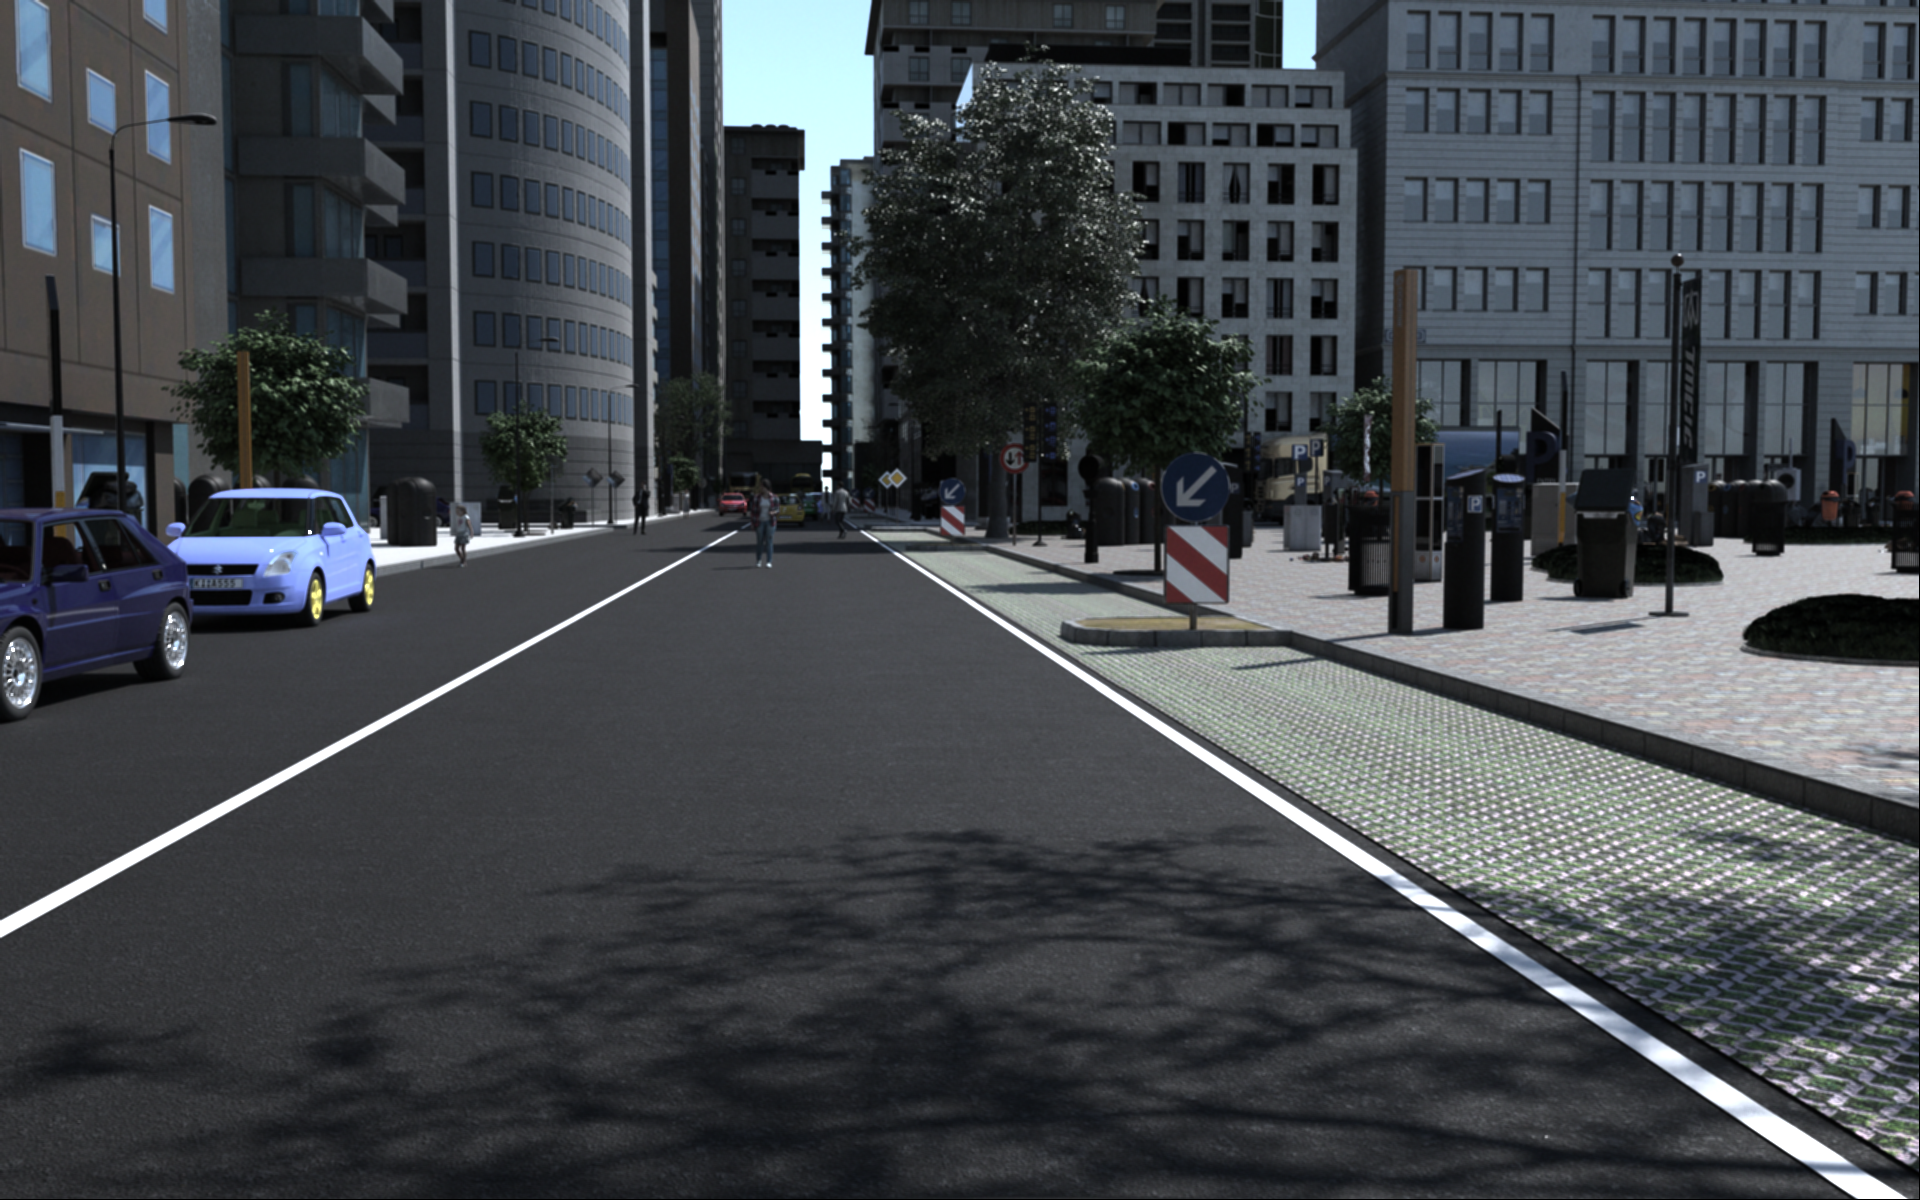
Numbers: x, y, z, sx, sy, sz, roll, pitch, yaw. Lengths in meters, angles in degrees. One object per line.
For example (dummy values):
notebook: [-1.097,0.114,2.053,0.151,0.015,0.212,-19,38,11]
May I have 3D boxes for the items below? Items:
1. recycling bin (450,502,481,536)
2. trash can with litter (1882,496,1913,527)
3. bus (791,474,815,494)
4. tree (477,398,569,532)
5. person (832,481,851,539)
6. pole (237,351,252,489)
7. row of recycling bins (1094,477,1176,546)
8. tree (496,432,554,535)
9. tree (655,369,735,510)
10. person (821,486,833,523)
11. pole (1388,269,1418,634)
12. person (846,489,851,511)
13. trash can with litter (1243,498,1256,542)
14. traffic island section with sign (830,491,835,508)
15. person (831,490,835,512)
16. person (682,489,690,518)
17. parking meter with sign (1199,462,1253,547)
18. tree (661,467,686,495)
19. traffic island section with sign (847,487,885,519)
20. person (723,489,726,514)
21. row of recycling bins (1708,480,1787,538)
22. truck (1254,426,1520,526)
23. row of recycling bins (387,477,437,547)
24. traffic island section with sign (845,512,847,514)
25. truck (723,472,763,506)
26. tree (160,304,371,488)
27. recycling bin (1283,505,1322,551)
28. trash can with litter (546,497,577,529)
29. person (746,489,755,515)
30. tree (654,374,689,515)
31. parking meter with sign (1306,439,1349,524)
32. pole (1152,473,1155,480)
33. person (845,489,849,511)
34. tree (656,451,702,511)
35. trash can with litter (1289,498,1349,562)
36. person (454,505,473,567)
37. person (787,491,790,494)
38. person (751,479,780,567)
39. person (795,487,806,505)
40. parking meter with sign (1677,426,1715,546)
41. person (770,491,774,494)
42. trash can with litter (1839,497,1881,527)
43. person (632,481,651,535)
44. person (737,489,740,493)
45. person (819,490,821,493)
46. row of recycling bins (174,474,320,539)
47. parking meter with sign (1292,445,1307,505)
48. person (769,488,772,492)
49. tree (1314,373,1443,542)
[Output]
recycling bin: [-15.244,-2.497,53.388,0.722,1.027,0.722,-3,5,-41]
trash can with litter: [35.432,-3.317,65.283,2.233,1.210,1.678,-2,4,-25]
bus: [-19.137,-13.386,210.404,2.896,3.916,12.252,0,4,-4]
tree: [-14.888,-4.623,59.306,4.285,4.588,4.351,0,3,0]
person: [-3.784,-2.893,55.641,0.661,1.843,0.795,-3,5,-39]
pole: [-10.263,-1.898,24.884,0.158,3.312,0.155,0,3,0]
row of recycling bins: [4.413,-2.272,44.263,1.069,1.692,3.534,2,4,35]
tree: [-13.624,-3.634,54.017,1.663,3.219,1.824,0,3,0]
tree: [-22.273,-13.327,143.651,9.928,11.665,9.643,0,3,0]
person: [-6.597,-4.704,85.297,0.514,1.842,0.818,-2,4,-31]
pole: [4.061,-1.347,15.872,0.158,3.312,0.155,0,3,0]
person: [-8.355,-7.327,128.577,0.850,1.792,0.678,-2,4,-34]
trash can with litter: [7.511,-2.111,45.907,0.624,1.170,1.055,1,4,15]
traffic island section with sign: [-12.173,-10.222,175.750,1.989,1.847,2.006,0,4,-5]
person: [-10.168,-7.948,138.722,0.678,1.792,0.850,-2,4,-33]
person: [-16.099,-5.677,101.895,0.480,1.755,0.524,-2,4,-29]
parking meter with sign: [6.277,-2.756,41.316,1.738,3.016,0.543,-3,5,-42]
tree: [-20.038,-7.746,121.252,1.663,3.219,1.824,0,3,0]
traffic island section with sign: [-5.365,-5.574,99.757,1.989,1.847,2.006,0,4,-5]
person: [-16.684,-6.912,122.081,0.524,1.755,0.480,0,4,-2]
row of recycling bins: [23.133,-2.690,51.100,1.069,1.692,3.534,0,4,-8]
truck: [17.393,-5.099,72.289,11.283,4.237,2.839,0,4,-4]
row of recycling bins: [-13.916,-2.241,43.750,1.069,1.692,3.534,-2,4,-24]
traffic island section with sign: [-7.787,-7.231,126.856,1.989,1.847,2.006,0,4,-5]
truck: [-19.270,-9.765,155.583,3.469,3.379,9.791,0,4,-4]
tree: [-11.976,-2.834,30.058,4.285,4.588,4.351,0,3,0]
recycling bin: [7.753,-1.632,39.236,0.722,1.027,0.722,0,4,-1]
trash can with litter: [-14.598,-3.183,63.434,1.055,1.170,0.624,-3,4,-36]
person: [-14.448,-6.808,120.158,0.721,1.781,0.623,0,4,7]
tree: [-18.760,-9.567,106.777,4.360,8.622,3.978,0,3,0]
parking meter with sign: [12.039,-3.622,55.488,1.738,3.016,0.543,-2,4,-31]
pole: [8.522,-5.027,76.028,0.158,3.312,0.155,0,3,0]
person: [-9.089,-7.884,137.505,0.767,1.812,0.694,-1,4,-10]
tree: [-21.114,-8.955,130.122,4.285,4.588,4.351,0,3,0]
trash can with litter: [7.153,-1.370,33.451,1.678,1.210,2.233,0,4,-6]
person: [-9.730,-1.259,34.100,0.505,1.210,0.382,2,4,33]
person: [-17.800,-10.366,178.509,0.721,1.766,1.217,-2,4,-27]
person: [-3.810,-1.505,33.948,0.563,1.720,0.643,0,4,0]
person: [-8.198,-4.898,88.765,0.592,1.802,0.473,3,4,36]
parking meter with sign: [18.376,-2.881,43.357,0.543,3.016,1.738,0,4,0]
person: [-10.540,-5.326,97.398,0.330,1.601,0.589,0,4,0]
trash can with litter: [29.575,-2.796,57.098,1.055,1.170,0.624,0,4,-5]
person: [-11.301,-3.281,61.502,0.648,1.900,0.474,-1,4,-16]
person: [-17.332,-7.750,135.308,0.391,1.810,0.635,-1,4,-19]
person: [-15.710,-11.387,194.545,0.709,1.838,0.599,1,4,10]
row of recycling bins: [-15.104,-1.769,36.039,3.534,1.692,1.069,0,4,-5]
parking meter with sign: [11.807,-3.909,60.176,0.543,3.016,1.738,1,4,10]
person: [-12.082,-6.217,110.023,0.818,1.842,0.514,-1,4,-18]
tree: [11.372,-3.878,47.117,4.285,4.588,4.351,0,3,0]
